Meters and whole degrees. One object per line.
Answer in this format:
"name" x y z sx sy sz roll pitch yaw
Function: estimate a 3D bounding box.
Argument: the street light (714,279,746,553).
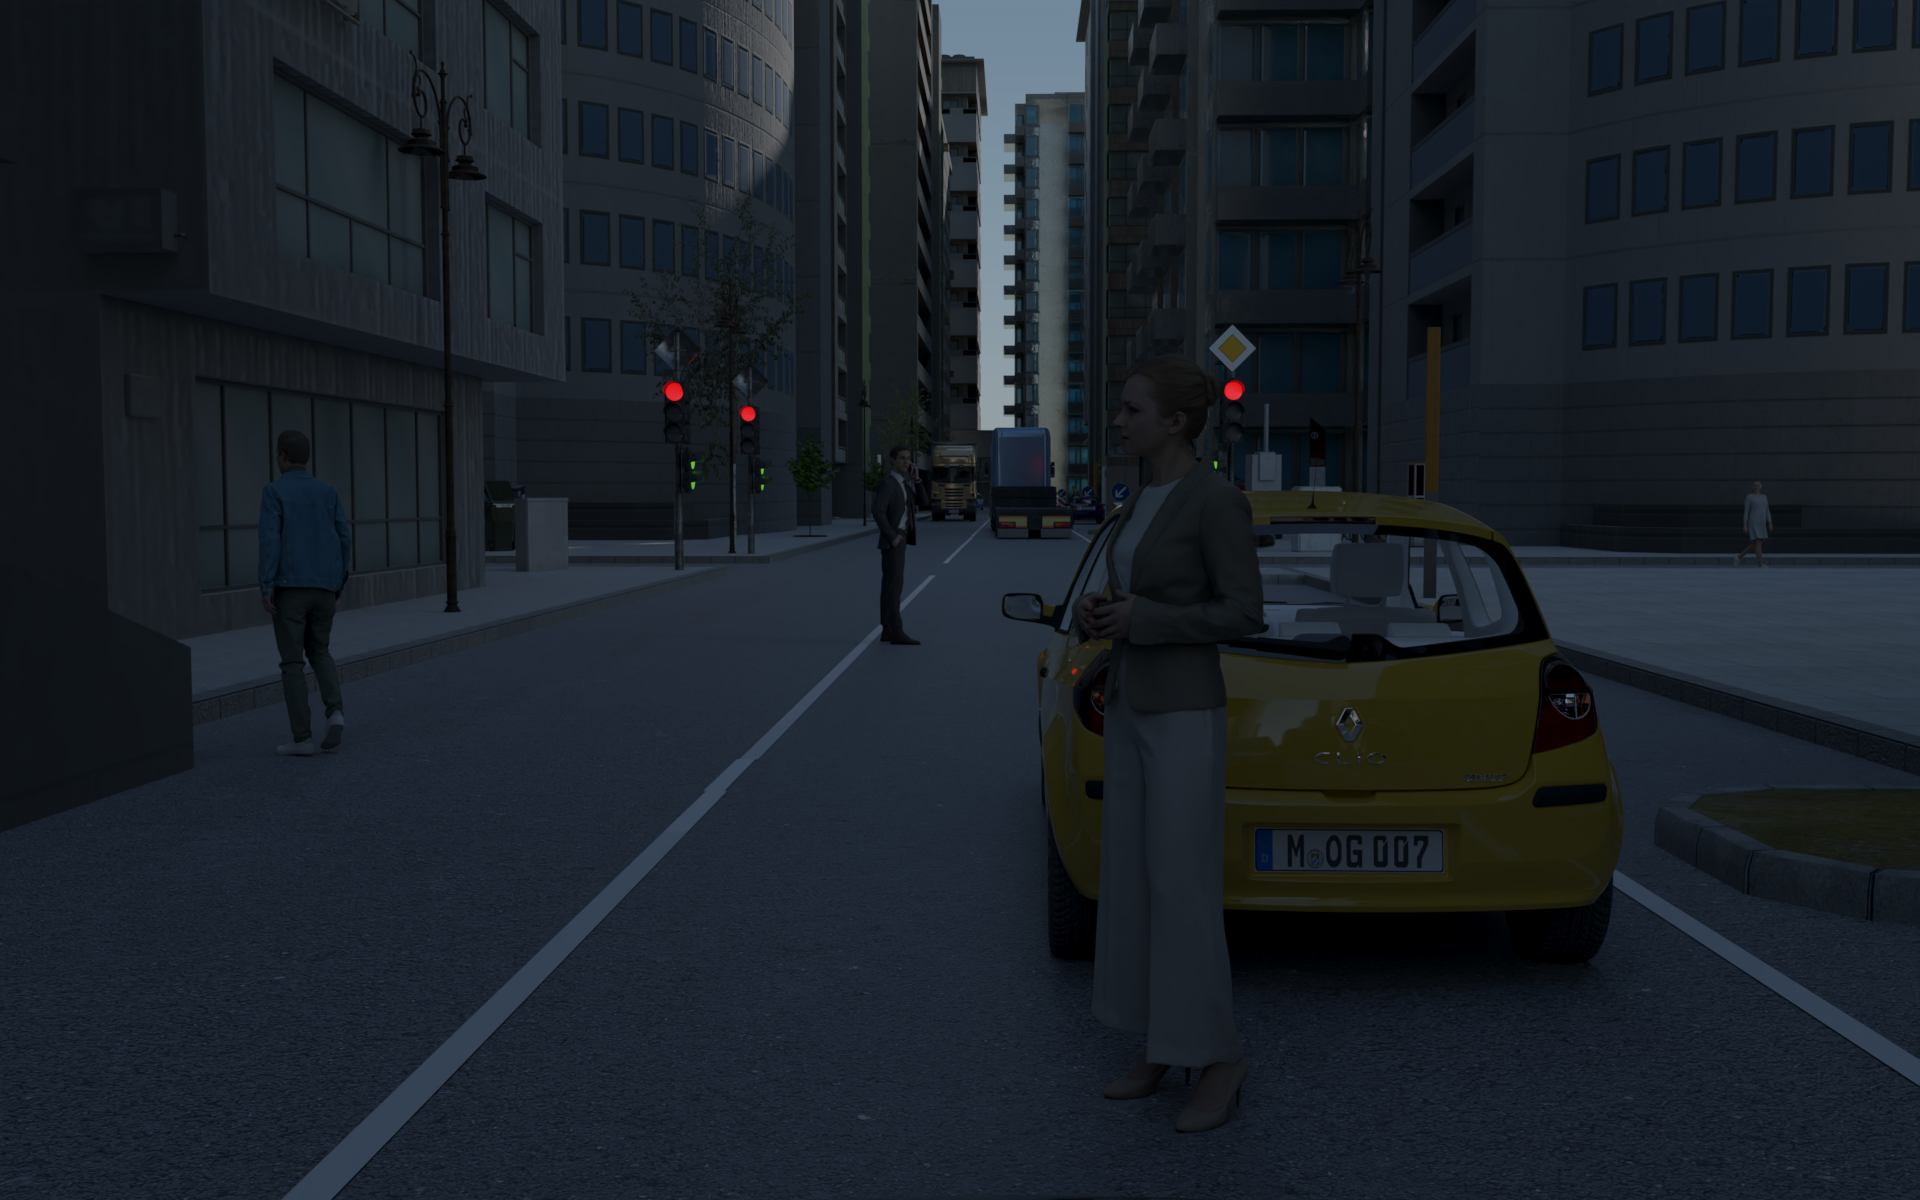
"street light" -4.933 -3.947 37.322 0.468 5.910 1.993 0 4 2

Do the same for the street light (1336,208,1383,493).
"street light" 6.510 -3.400 28.379 0.468 5.910 1.993 0 4 2

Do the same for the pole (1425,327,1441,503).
"pole" 5.805 -1.680 21.311 0.158 3.312 0.155 0 3 0

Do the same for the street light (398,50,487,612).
"street light" -5.525 -2.806 18.668 0.468 5.910 1.993 0 4 2

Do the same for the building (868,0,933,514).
"building" -13.101 -30.518 122.665 21.300 48.544 21.600 0 4 2

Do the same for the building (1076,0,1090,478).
"building" 26.333 -35.702 172.972 28.713 52.752 27.495 0 4 2

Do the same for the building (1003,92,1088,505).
"building" 20.437 -35.869 206.071 30.456 49.044 23.786 0 4 2

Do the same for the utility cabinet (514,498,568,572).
"utility cabinet" -7.009 -1.092 29.009 0.306 1.237 1.020 2 4 28

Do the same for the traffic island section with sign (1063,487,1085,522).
"traffic island section with sign" 6.435 -4.899 88.725 1.989 1.847 2.006 0 4 2

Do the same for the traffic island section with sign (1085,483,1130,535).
"traffic island section with sign" 5.577 -3.251 61.783 1.989 1.847 2.006 0 4 2

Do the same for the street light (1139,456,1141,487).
"street light" 8.205 -6.487 78.845 0.468 5.910 1.993 0 4 2

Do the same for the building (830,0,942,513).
"building" -8.786 -27.950 140.570 14.154 41.232 14.086 0 4 2

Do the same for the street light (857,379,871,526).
"street light" -3.835 -5.918 69.544 0.468 5.910 1.993 0 4 2

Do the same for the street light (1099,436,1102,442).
"street light" 9.177 -8.482 111.473 0.468 5.910 1.993 0 4 2

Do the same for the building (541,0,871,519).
"building" -12.147 -24.731 87.950 14.154 41.232 14.086 0 4 2

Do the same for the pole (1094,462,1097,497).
"pole" 8.707 -7.189 111.383 0.158 3.312 0.155 0 3 0

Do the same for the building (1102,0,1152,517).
"building" 15.367 -20.210 102.135 14.160 30.474 14.107 0 4 2

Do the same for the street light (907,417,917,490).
"street light" -2.835 -7.913 102.167 0.468 5.910 1.993 0 4 2

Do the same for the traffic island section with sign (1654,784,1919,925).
"traffic island section with sign" 3.818 0.126 6.568 1.989 1.847 2.006 0 4 2

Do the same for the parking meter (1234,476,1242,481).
"parking meter" 9.009 -3.117 56.675 0.255 1.863 0.399 3 5 45

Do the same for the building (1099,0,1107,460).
"building" 17.266 -28.973 123.822 14.600 45.320 14.200 0 4 2

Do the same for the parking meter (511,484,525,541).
"parking meter" -11.073 -2.136 43.327 0.372 1.533 0.369 0 3 0

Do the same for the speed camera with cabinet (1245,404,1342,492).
"speed camera with cabinet" 7.379 -2.691 38.326 2.038 3.252 0.660 0 4 -7

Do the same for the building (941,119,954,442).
"building" -12.755 -29.393 172.454 23.993 40.220 32.217 0 4 2

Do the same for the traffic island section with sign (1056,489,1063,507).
"traffic island section with sign" 8.916 -9.676 166.829 1.989 1.847 2.006 0 4 2

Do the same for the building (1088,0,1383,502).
"building" 21.336 -36.865 144.750 21.231 58.520 28.212 0 4 2

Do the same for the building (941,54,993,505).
"building" -8.439 -37.940 209.559 27.495 52.752 28.713 0 4 2

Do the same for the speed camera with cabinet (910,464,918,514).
"speed camera with cabinet" -3.536 -7.196 111.992 2.038 3.252 0.660 -1 4 -14

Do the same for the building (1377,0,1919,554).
"building" 26.833 -30.749 44.753 28.212 58.520 21.231 0 4 2

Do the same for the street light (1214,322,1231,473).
"street light" 7.122 -4.512 46.561 0.468 5.910 1.993 0 4 2

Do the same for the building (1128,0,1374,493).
"building" 18.590 -27.622 71.226 23.786 49.044 30.456 0 4 2
